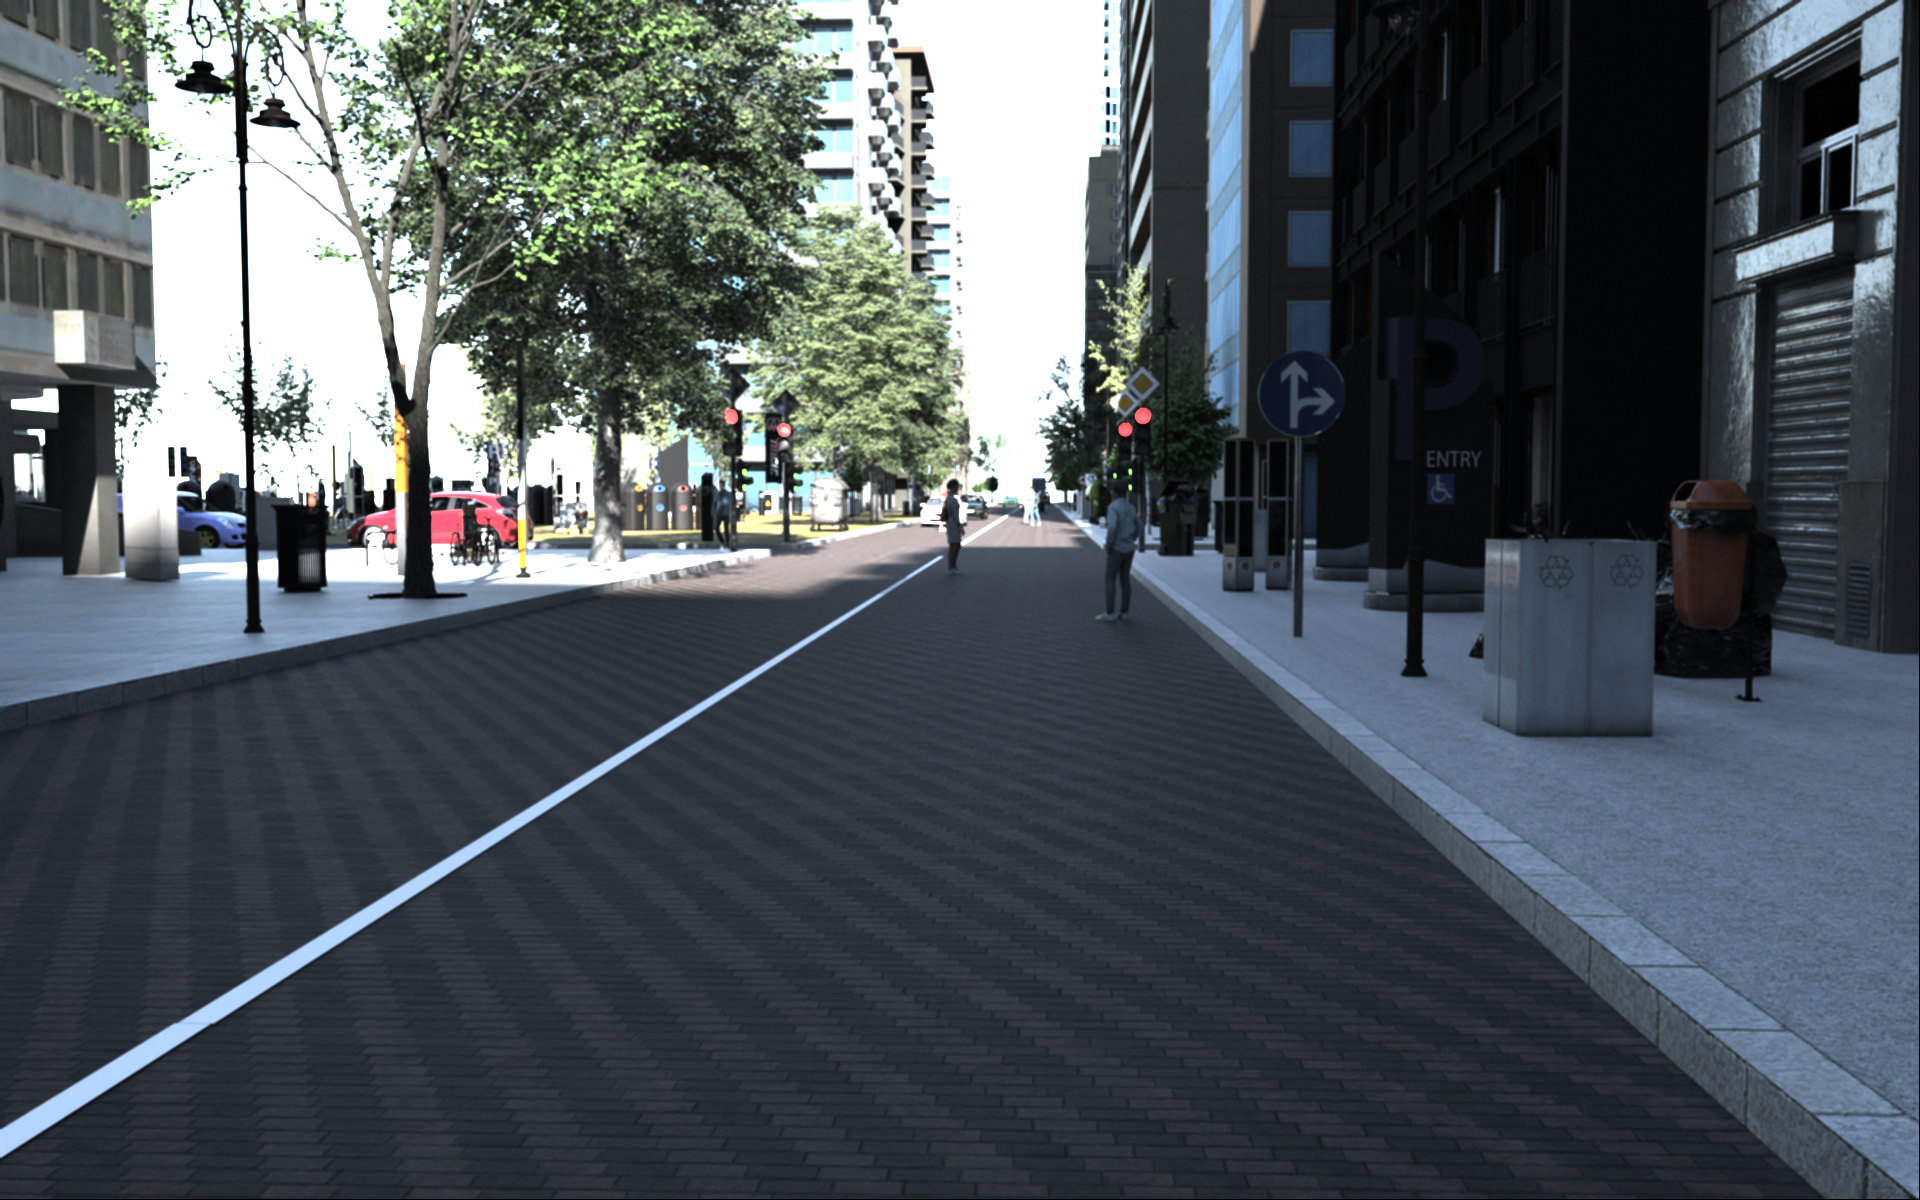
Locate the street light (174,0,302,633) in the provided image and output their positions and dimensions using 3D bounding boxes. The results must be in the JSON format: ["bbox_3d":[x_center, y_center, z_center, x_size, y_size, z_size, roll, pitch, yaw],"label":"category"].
[{"bbox_3d":[-6.549,-2.636,15.887,0.468,5.910,1.993,0,4,3],"label":"street light"}]

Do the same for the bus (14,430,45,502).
[{"bbox_3d":[-29.195,-2.975,43.495,13.247,3.499,2.948,0,4,2],"label":"bus"}]

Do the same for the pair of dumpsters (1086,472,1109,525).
[{"bbox_3d":[6.183,-4.357,73.730,1.574,2.255,4.437,0,4,3],"label":"pair of dumpsters"}]

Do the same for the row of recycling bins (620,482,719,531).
[{"bbox_3d":[-10.242,-3.295,60.990,3.534,1.692,1.069,-2,4,-24],"label":"row of recycling bins"}]

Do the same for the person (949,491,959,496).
[{"bbox_3d":[-0.347,-4.826,86.766,0.474,1.900,0.648,2,4,26],"label":"person"}]

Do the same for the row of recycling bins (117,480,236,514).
[{"bbox_3d":[-23.309,-2.694,51.166,3.534,1.692,1.069,-1,4,-23],"label":"row of recycling bins"}]

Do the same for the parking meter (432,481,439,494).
[{"bbox_3d":[-23.633,-4.423,78.034,0.255,1.863,0.399,-2,4,-27],"label":"parking meter"}]

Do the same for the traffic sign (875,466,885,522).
[{"bbox_3d":[-3.750,-4.778,78.220,0.768,2.556,0.104,1,4,10],"label":"traffic sign"}]

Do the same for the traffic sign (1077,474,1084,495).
[{"bbox_3d":[7.801,-6.707,109.759,0.768,2.556,0.104,1,4,12],"label":"traffic sign"}]

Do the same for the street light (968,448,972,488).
[{"bbox_3d":[1.045,-12.355,174.791,0.468,5.910,1.993,0,4,3],"label":"street light"}]

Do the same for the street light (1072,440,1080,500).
[{"bbox_3d":[8.262,-9.048,120.714,0.468,5.910,1.993,0,4,3],"label":"street light"}]

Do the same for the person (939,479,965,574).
[{"bbox_3d":[-0.123,-1.312,30.948,0.522,1.701,0.512,-1,4,-19],"label":"person"}]

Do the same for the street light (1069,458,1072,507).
[{"bbox_3d":[9.508,-10.550,145.272,0.468,5.910,1.993,0,4,3],"label":"street light"}]

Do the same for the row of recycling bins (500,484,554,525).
[{"bbox_3d":[-18.217,-4.037,73.112,3.534,1.692,1.069,2,4,26],"label":"row of recycling bins"}]

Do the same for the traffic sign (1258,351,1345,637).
[{"bbox_3d":[3.042,-0.942,15.512,0.768,2.556,0.104,0,4,5],"label":"traffic sign"}]

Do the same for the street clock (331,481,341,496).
[{"bbox_3d":[-33.969,-5.487,94.288,0.471,2.002,0.358,-3,5,-44],"label":"street clock"}]

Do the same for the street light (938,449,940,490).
[{"bbox_3d":[-1.482,-9.197,123.165,0.468,5.910,1.993,0,4,3],"label":"street light"}]

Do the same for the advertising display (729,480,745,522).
[{"bbox_3d":[-10.312,-4.580,80.091,0.974,1.923,0.123,3,5,41],"label":"advertising display"}]

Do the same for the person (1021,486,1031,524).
[{"bbox_3d":[3.232,-4.568,83.282,0.391,1.810,0.635,3,4,37],"label":"person"}]

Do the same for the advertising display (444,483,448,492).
[{"bbox_3d":[-30.225,-5.844,100.767,0.974,1.923,0.123,1,4,10],"label":"advertising display"}]

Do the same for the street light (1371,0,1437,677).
[{"bbox_3d":[3.206,-2.401,12.050,0.468,5.910,1.993,0,4,3],"label":"street light"}]

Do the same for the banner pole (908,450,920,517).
[{"bbox_3d":[-2.642,-6.674,99.141,0.863,3.779,0.401,2,4,33],"label":"banner pole"}]

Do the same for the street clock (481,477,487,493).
[{"bbox_3d":[-20.370,-4.284,74.610,0.471,2.002,0.358,2,4,27],"label":"street clock"}]

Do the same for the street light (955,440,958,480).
[{"bbox_3d":[-0.313,-10.791,149.215,0.468,5.910,1.993,0,4,3],"label":"street light"}]

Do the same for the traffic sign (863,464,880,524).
[{"bbox_3d":[-3.810,-4.540,74.328,0.768,2.556,0.104,1,4,10],"label":"traffic sign"}]

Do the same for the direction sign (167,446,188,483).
[{"bbox_3d":[-36.972,-5.500,81.916,0.876,3.537,0.379,-1,4,-17],"label":"direction sign"}]

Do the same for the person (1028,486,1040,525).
[{"bbox_3d":[3.373,-4.311,79.336,0.623,1.781,0.721,2,4,24],"label":"person"}]

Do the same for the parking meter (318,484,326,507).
[{"bbox_3d":[-32.320,-5.018,87.761,0.399,1.863,0.255,-1,4,-21],"label":"parking meter"}]

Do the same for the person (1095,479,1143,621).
[{"bbox_3d":[1.819,-0.574,19.697,0.589,1.601,0.330,-2,4,-35],"label":"person"}]

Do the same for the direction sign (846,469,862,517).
[{"bbox_3d":[-6.125,-6.459,97.605,0.876,3.537,0.379,-1,4,-19],"label":"direction sign"}]

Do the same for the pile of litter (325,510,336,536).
[{"bbox_3d":[-19.996,-2.430,53.692,1.176,0.858,1.719,-2,4,-24],"label":"pile of litter"}]

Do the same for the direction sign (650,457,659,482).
[{"bbox_3d":[-18.596,-6.941,105.487,0.876,3.537,0.379,3,5,43],"label":"direction sign"}]

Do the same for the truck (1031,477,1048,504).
[{"bbox_3d":[12.318,-16.979,267.361,2.967,4.110,18.799,0,4,1],"label":"truck"}]

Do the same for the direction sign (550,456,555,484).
[{"bbox_3d":[-24.601,-6.892,104.681,0.379,3.537,0.876,-2,4,-30],"label":"direction sign"}]

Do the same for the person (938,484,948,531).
[{"bbox_3d":[-0.641,-3.646,68.093,0.573,1.828,0.580,-3,4,-38],"label":"person"}]

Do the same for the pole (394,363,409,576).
[{"bbox_3d":[-8.726,-2.033,27.077,0.158,3.312,0.155,0,3,0],"label":"pole"}]

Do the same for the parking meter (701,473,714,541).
[{"bbox_3d":[-6.879,-2.536,47.169,0.255,1.863,0.399,0,4,5],"label":"parking meter"}]

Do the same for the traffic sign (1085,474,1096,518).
[{"bbox_3d":[6.537,-5.157,86.447,0.606,2.300,0.079,1,4,12],"label":"traffic sign"}]

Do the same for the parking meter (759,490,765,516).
[{"bbox_3d":[-11.746,-5.769,102.731,0.372,1.533,0.369,0,3,0],"label":"parking meter"}]

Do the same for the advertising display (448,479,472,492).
[{"bbox_3d":[-21.932,-4.343,76.228,0.123,1.923,0.974,3,5,42],"label":"advertising display"}]

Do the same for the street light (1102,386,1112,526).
[{"bbox_3d":[5.943,-5.930,69.743,0.468,5.910,1.993,0,4,3],"label":"street light"}]

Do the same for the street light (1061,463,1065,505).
[{"bbox_3d":[11.952,-13.713,197.000,0.468,5.910,1.993,0,4,3],"label":"street light"}]

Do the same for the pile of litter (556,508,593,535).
[{"bbox_3d":[-12.359,-2.539,55.475,1.176,0.858,1.719,-1,4,-15],"label":"pile of litter"}]

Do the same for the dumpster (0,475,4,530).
[{"bbox_3d":[-6.847,-0.463,10.066,1.502,2.255,1.985,0,4,3],"label":"dumpster"}]

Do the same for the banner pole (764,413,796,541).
[{"bbox_3d":[-4.917,-3.500,47.244,0.863,3.779,0.401,0,4,7],"label":"banner pole"}]

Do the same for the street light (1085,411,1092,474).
[{"bbox_3d":[7.074,-7.483,95.133,0.468,5.910,1.993,0,4,3],"label":"street light"}]

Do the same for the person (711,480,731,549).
[{"bbox_3d":[-5.899,-2.107,43.289,0.601,1.785,0.444,1,4,19],"label":"person"}]

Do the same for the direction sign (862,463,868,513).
[{"bbox_3d":[-6.835,-7.835,120.095,0.876,3.537,0.379,0,4,-1],"label":"direction sign"}]

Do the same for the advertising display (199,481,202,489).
[{"bbox_3d":[-36.556,-4.746,82.808,0.123,1.923,0.974,0,4,7],"label":"advertising display"}]

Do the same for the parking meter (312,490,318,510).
[{"bbox_3d":[-44.857,-6.851,120.430,0.372,1.533,0.369,0,3,0],"label":"parking meter"}]

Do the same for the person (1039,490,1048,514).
[{"bbox_3d":[6.115,-7.248,127.539,0.617,1.759,0.750,1,4,21],"label":"person"}]

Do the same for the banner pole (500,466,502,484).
[{"bbox_3d":[-31.535,-7.872,118.724,0.863,3.779,0.401,-2,4,-24],"label":"banner pole"}]

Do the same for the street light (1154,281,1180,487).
[{"bbox_3d":[4.477,-3.967,37.656,0.468,5.910,1.993,0,4,3],"label":"street light"}]

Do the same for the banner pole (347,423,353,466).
[{"bbox_3d":[-21.386,-4.332,60.848,0.401,3.779,0.863,-2,4,-28],"label":"banner pole"}]

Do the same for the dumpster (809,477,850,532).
[{"bbox_3d":[-4.467,-3.262,59.089,1.264,1.857,1.865,0,4,3],"label":"dumpster"}]

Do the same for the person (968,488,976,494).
[{"bbox_3d":[0.751,-6.270,111.201,0.592,1.802,0.473,3,5,42],"label":"person"}]
